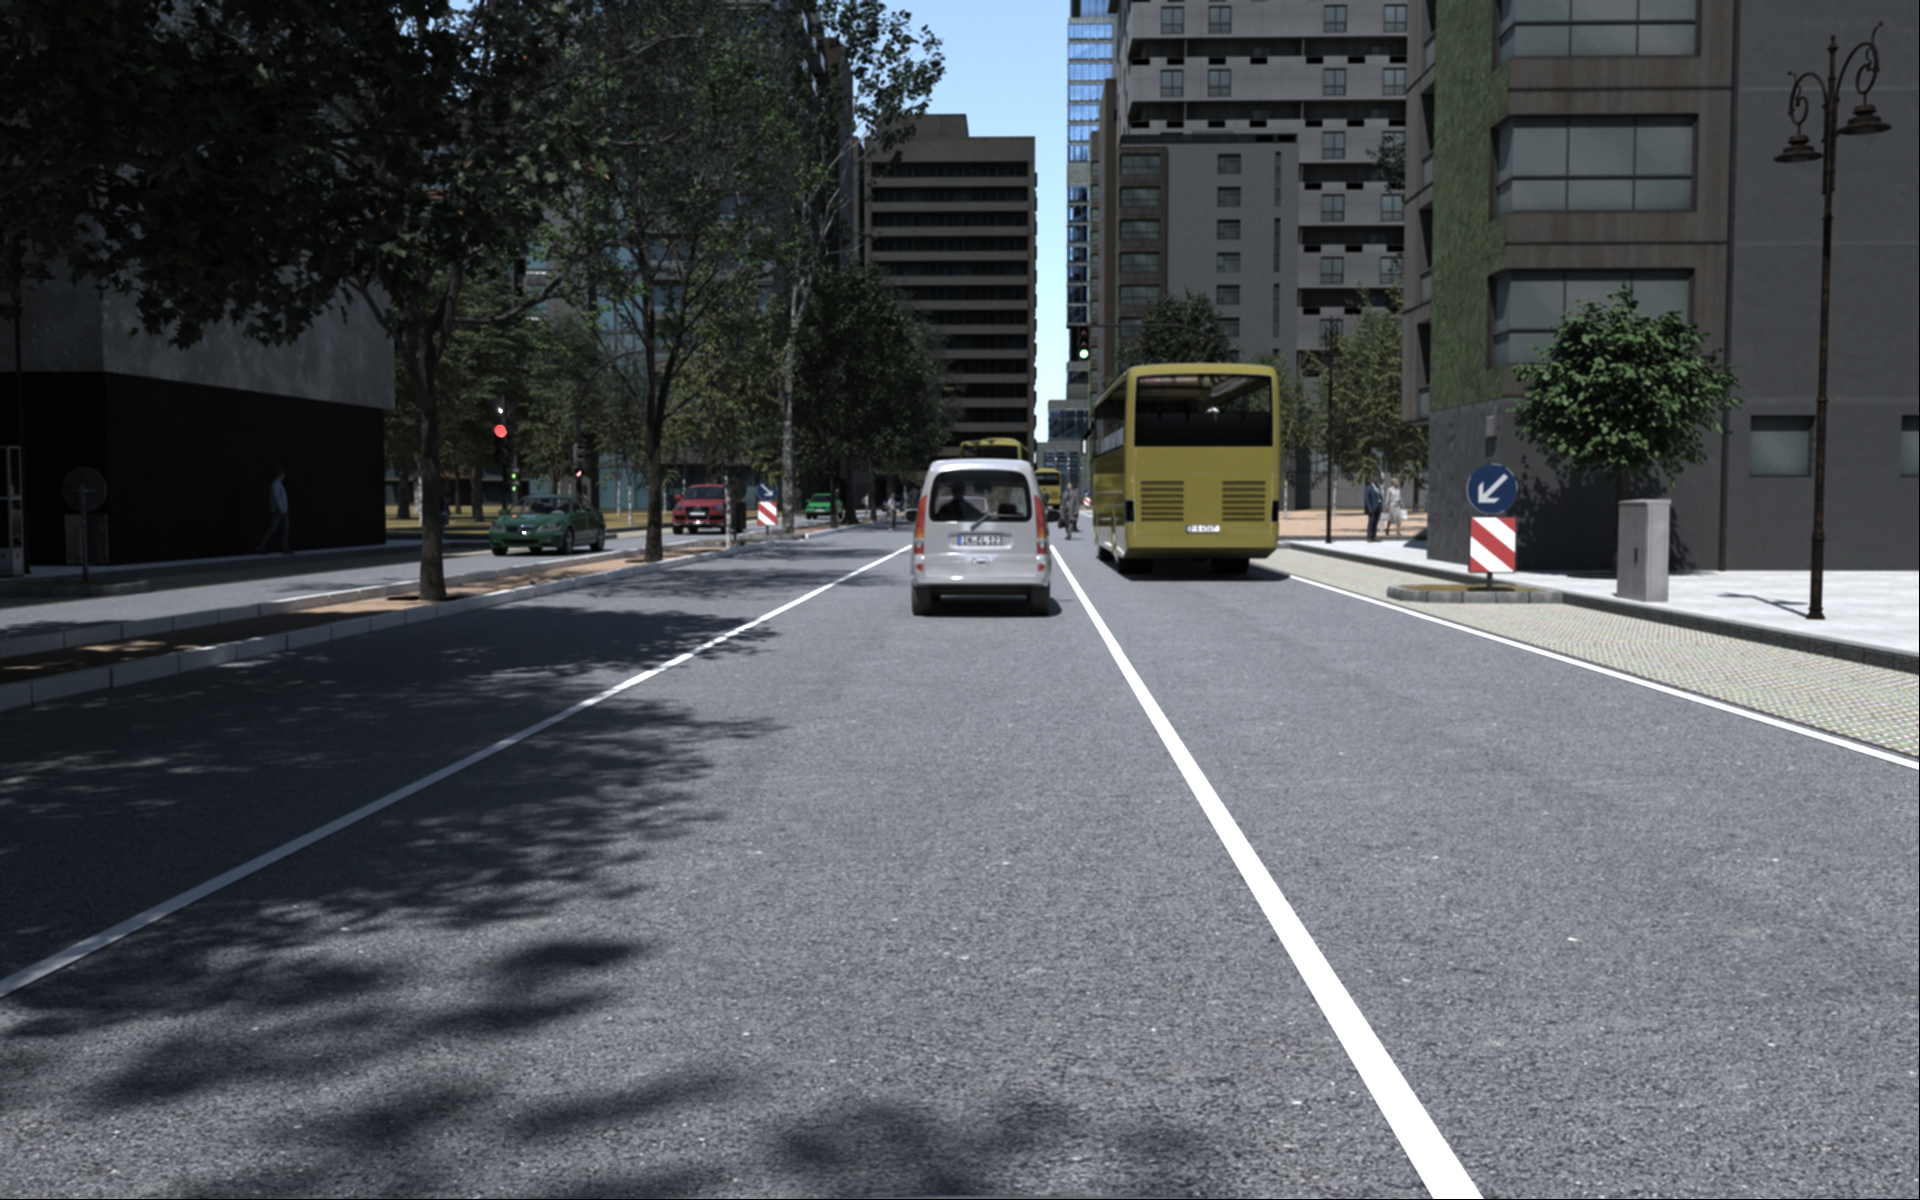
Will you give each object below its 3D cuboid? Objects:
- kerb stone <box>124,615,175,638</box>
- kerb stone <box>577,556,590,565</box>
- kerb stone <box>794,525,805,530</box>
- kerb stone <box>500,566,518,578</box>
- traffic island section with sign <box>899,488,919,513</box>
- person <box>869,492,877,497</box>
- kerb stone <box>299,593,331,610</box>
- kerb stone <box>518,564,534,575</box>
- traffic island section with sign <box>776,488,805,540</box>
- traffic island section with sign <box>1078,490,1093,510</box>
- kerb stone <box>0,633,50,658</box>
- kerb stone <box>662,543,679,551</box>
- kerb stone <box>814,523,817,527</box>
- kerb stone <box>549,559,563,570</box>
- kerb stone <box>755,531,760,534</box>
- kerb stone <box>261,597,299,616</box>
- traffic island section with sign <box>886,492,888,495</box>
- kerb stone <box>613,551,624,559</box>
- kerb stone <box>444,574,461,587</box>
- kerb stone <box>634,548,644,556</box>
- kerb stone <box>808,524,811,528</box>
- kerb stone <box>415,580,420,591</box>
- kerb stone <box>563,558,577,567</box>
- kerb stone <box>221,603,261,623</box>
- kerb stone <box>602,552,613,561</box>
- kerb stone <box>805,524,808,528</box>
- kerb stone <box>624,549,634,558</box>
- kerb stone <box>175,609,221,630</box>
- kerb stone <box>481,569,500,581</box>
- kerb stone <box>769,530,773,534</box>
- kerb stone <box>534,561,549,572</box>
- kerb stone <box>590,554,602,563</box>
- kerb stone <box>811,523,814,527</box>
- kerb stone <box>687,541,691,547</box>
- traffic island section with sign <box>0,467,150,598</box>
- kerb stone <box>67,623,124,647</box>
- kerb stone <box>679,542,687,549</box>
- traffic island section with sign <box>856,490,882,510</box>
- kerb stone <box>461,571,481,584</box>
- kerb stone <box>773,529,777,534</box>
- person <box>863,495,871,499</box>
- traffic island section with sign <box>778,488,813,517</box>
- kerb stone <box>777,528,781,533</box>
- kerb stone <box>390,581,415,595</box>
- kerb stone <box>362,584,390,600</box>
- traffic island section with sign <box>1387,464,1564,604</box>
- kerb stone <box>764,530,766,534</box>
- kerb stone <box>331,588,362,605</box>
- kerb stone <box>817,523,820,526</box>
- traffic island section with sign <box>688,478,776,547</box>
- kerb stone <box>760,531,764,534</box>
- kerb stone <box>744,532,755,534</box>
[{"bbox_3d":[-8.283,0.284,17.547,0.120,0.150,1.000,0,4,2],"label":"kerb stone"},{"bbox_3d":[-7.701,-0.774,34.939,0.120,0.150,1.000,0,4,2],"label":"kerb stone"},{"bbox_3d":[-6.513,-2.945,70.344,0.120,0.150,1.000,0,4,2],"label":"kerb stone"},{"bbox_3d":[-7.868,-0.465,29.823,0.120,0.150,1.000,0,4,2],"label":"kerb stone"},{"bbox_3d":[-3.478,-7.432,129.655,2.006,1.907,1.989,0,4,2],"label":"traffic island section with sign"},{"bbox_3d":[-10.010,-11.784,198.704,0.705,1.826,1.348,3,5,40],"label":"person"},{"bbox_3d":[-8.146,0.034,21.639,0.120,0.150,1.000,0,4,2],"label":"kerb stone"},{"bbox_3d":[-7.839,-0.530,30.853,0.120,0.150,1.000,0,4,2],"label":"kerb stone"},{"bbox_3d":[-5.979,-2.839,54.558,2.006,1.907,1.989,0,4,2],"label":"traffic island section with sign"},{"bbox_3d":[11.320,-9.022,156.132,1.989,1.847,2.006,0,4,2],"label":"traffic island section with sign"},{"bbox_3d":[-8.355,0.411,15.500,0.120,0.150,1.000,0,4,2],"label":"kerb stone"},{"bbox_3d":[-7.388,-1.344,44.163,0.120,0.150,1.000,0,4,2],"label":"kerb stone"},{"bbox_3d":[-6.381,-3.196,74.443,0.120,0.150,1.000,0,4,2],"label":"kerb stone"},{"bbox_3d":[-7.771,-0.654,32.896,0.120,0.150,1.000,0,4,2],"label":"kerb stone"},{"bbox_3d":[-6.931,-2.192,58.038,0.120,0.150,1.000,0,4,2],"label":"kerb stone"},{"bbox_3d":[-8.171,0.099,20.616,0.120,0.150,1.000,0,4,2],"label":"kerb stone"},{"bbox_3d":[-7.483,-10.713,183.791,1.989,1.847,2.006,0,4,2],"label":"traffic island section with sign"},{"bbox_3d":[-7.596,-0.967,38.012,0.120,0.150,1.000,0,4,2],"label":"kerb stone"},{"bbox_3d":[-7.970,-0.278,26.755,0.120,0.150,1.000,0,4,2],"label":"kerb stone"},{"bbox_3d":[-7.533,-1.089,40.057,0.120,0.150,1.000,0,4,2],"label":"kerb stone"},{"bbox_3d":[-6.449,-3.070,72.400,0.120,0.150,1.000,0,4,2],"label":"kerb stone"},{"bbox_3d":[-8.017,-0.216,25.733,0.120,0.150,1.000,0,4,2],"label":"kerb stone"},{"bbox_3d":[-7.735,-0.717,33.917,0.120,0.150,1.000,0,4,2],"label":"kerb stone"},{"bbox_3d":[-8.215,0.159,19.595,0.120,0.150,1.000,0,4,2],"label":"kerb stone"},{"bbox_3d":[-7.633,-0.905,36.991,0.120,0.150,1.000,0,4,2],"label":"kerb stone"},{"bbox_3d":[-6.495,-3.006,71.371,0.120,0.150,1.000,0,4,2],"label":"kerb stone"},{"bbox_3d":[-7.566,-1.029,39.035,0.120,0.150,1.000,0,4,2],"label":"kerb stone"},{"bbox_3d":[-8.246,0.222,18.568,0.120,0.150,1.000,0,4,2],"label":"kerb stone"},{"bbox_3d":[-7.910,-0.404,28.802,0.120,0.150,1.000,0,4,2],"label":"kerb stone"},{"bbox_3d":[-6.829,-2.381,61.118,0.120,0.150,1.000,0,4,2],"label":"kerb stone"},{"bbox_3d":[-7.804,-0.592,31.874,0.120,0.150,1.000,0,4,2],"label":"kerb stone"},{"bbox_3d":[-7.659,-0.842,35.969,0.120,0.150,1.000,0,4,2],"label":"kerb stone"},{"bbox_3d":[-6.422,-3.133,73.422,0.120,0.150,1.000,0,4,2],"label":"kerb stone"},{"bbox_3d":[-7.334,-1.469,46.214,0.120,0.150,1.000,0,4,2],"label":"kerb stone"},{"bbox_3d":[-12.809,-0.987,24.770,1.989,1.847,2.006,0,4,2],"label":"traffic island section with sign"},{"bbox_3d":[-8.321,0.347,16.521,0.120,0.150,1.000,0,4,2],"label":"kerb stone"},{"bbox_3d":[-7.353,-1.407,45.192,0.120,0.150,1.000,0,4,2],"label":"kerb stone"},{"bbox_3d":[-8.387,-9.063,156.807,1.989,1.847,2.006,0,4,2],"label":"traffic island section with sign"},{"bbox_3d":[-7.945,-0.342,27.780,0.120,0.150,1.000,0,4,2],"label":"kerb stone"},{"bbox_3d":[-6.798,-2.437,62.141,0.120,0.150,1.000,0,4,2],"label":"kerb stone"},{"bbox_3d":[-10.116,-11.098,188.055,0.990,1.755,0.434,1,4,22],"label":"person"},{"bbox_3d":[-10.072,-5.994,106.625,1.989,1.847,2.006,0,4,2],"label":"traffic island section with sign"},{"bbox_3d":[-6.752,-2.498,63.163,0.120,0.150,1.000,0,4,2],"label":"kerb stone"},{"bbox_3d":[-8.044,-0.154,24.712,0.120,0.150,1.000,0,4,2],"label":"kerb stone"},{"bbox_3d":[-8.078,-0.091,23.689,0.120,0.150,1.000,0,4,2],"label":"kerb stone"},{"bbox_3d":[6.887,-0.907,23.459,1.989,1.847,2.006,0,4,2],"label":"traffic island section with sign"},{"bbox_3d":[-6.861,-2.318,60.091,0.120,0.150,1.000,0,4,2],"label":"kerb stone"},{"bbox_3d":[-8.116,-0.027,22.668,0.120,0.150,1.000,0,4,2],"label":"kerb stone"},{"bbox_3d":[-6.342,-3.258,75.476,0.120,0.150,1.000,0,4,2],"label":"kerb stone"},{"bbox_3d":[-6.236,-2.386,47.155,2.006,1.907,1.989,0,4,2],"label":"traffic island section with sign"},{"bbox_3d":[-6.894,-2.255,59.063,0.120,0.150,1.000,0,4,2],"label":"kerb stone"},{"bbox_3d":[-6.958,-2.129,57.006,0.120,0.150,1.000,0,4,2],"label":"kerb stone"}]
